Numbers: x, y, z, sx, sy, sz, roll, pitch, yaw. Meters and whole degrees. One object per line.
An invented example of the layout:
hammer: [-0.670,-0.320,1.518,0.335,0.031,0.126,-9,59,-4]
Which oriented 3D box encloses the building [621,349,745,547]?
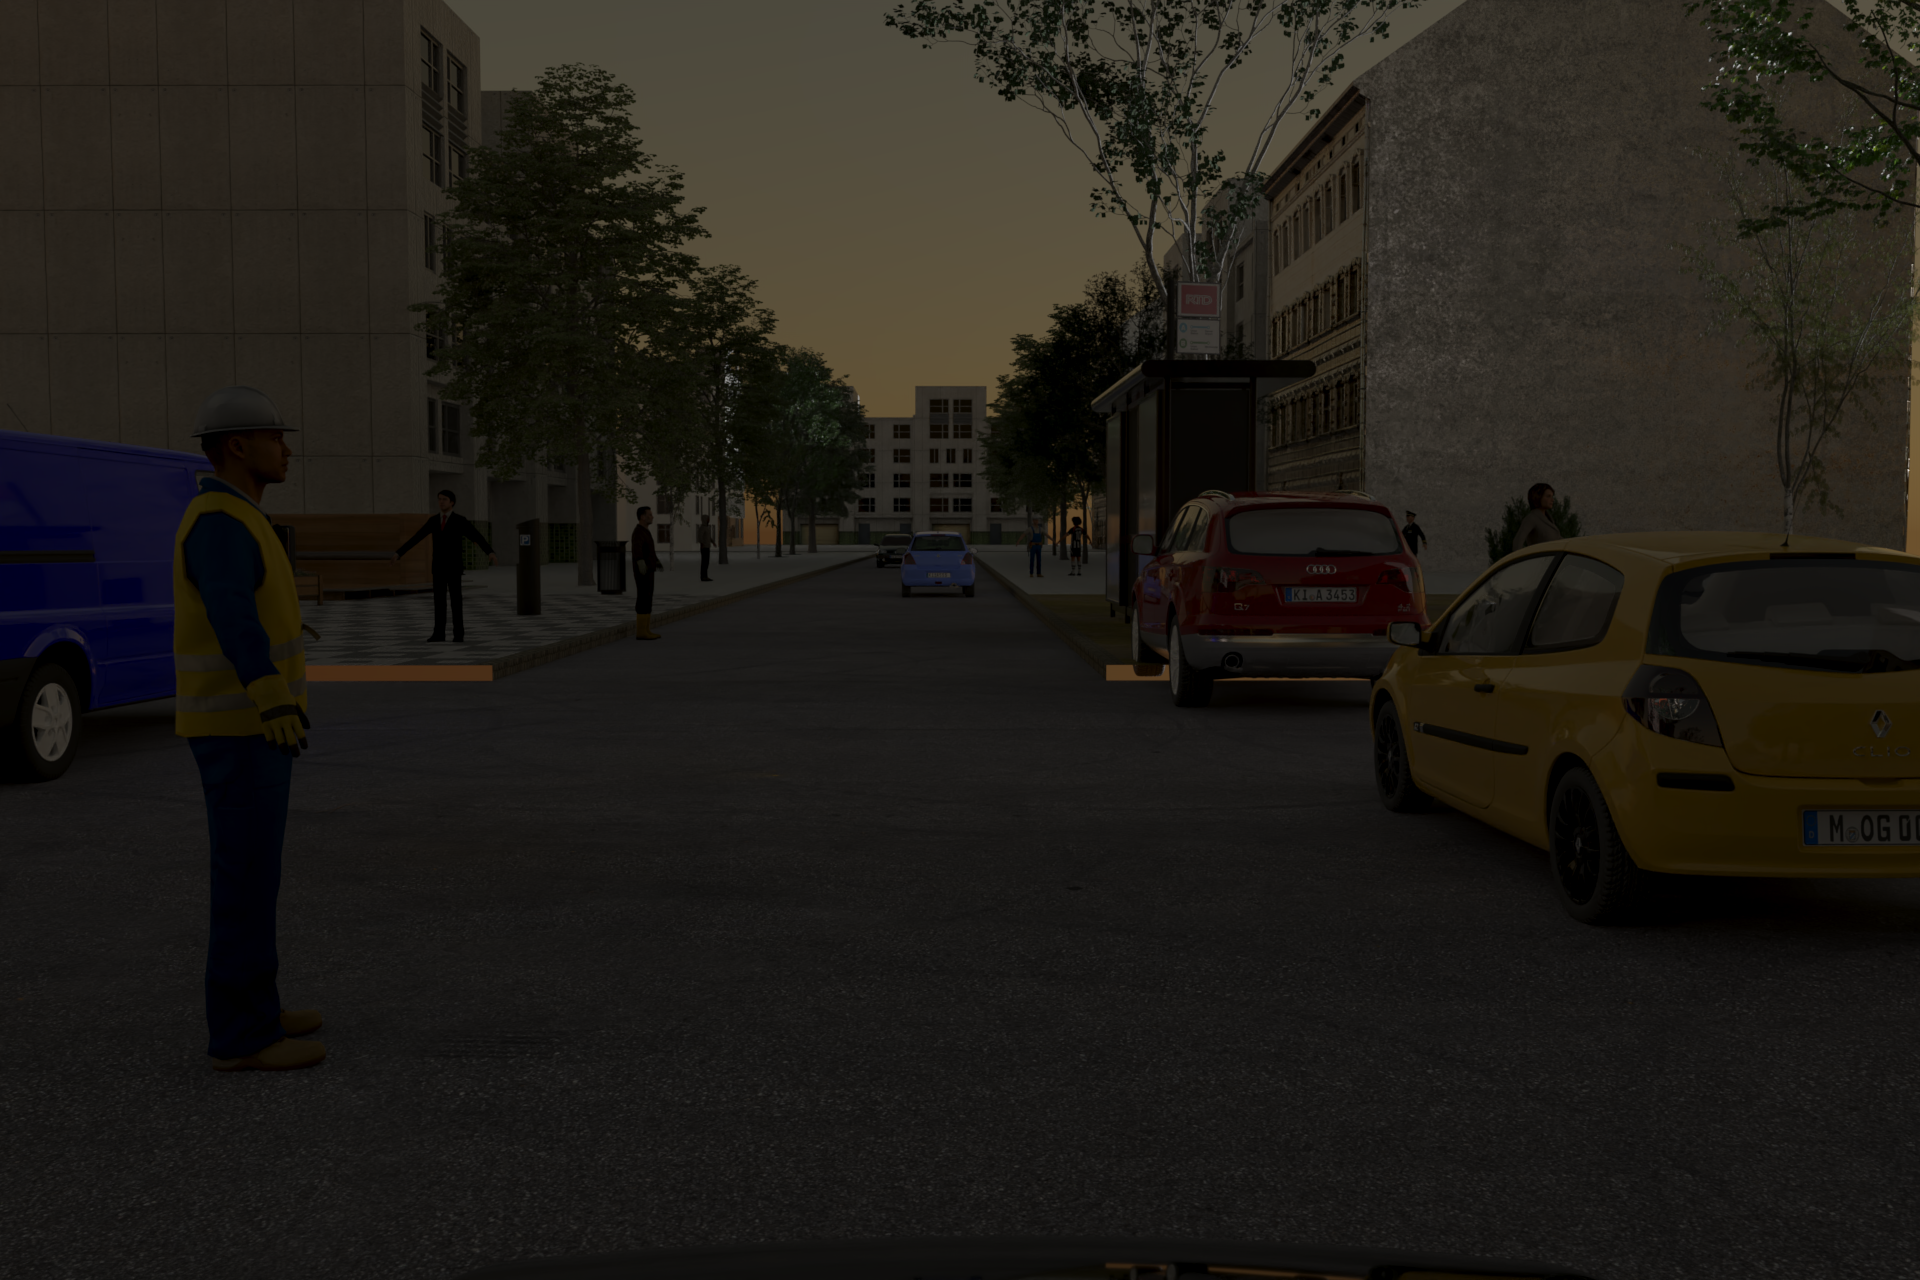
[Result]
building: [-28.287,-19.536,175.828,16.016,20.090,11.380,0,4,-1]

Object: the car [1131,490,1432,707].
car: [2.774,-0.441,15.892,2.281,1.827,5.304,0,4,0]

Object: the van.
van: [-6.193,-0.444,11.649,2.240,2.365,5.245,0,4,-1]

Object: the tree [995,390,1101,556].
tree: [5.363,-10.280,102.482,8.767,10.594,7.601,3,5,43]

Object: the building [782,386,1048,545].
building: [-5.413,-21.072,213.437,31.486,18.905,16.747,0,4,-1]

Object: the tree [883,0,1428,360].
tree: [4.443,-11.406,42.376,12.611,20.169,13.585,0,3,0]

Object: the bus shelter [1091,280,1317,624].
bus shelter: [3.144,-2.905,25.131,2.179,5.291,8.768,0,4,-1]

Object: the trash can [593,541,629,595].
trash can: [-7.389,-1.533,36.715,0.748,1.137,0.748,0,3,0]

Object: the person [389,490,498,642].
person: [-6.110,-0.881,20.596,1.347,1.806,0.705,0,4,8]

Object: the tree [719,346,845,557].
tree: [-9.861,-10.354,95.049,9.928,11.665,9.643,0,3,0]

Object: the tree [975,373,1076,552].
tree: [4.516,-12.480,122.182,7.486,12.596,7.792,0,3,0]

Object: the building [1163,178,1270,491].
building: [21.528,-13.973,94.919,16.747,18.905,31.486,0,4,-1]

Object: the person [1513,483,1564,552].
person: [5.278,-0.536,15.521,1.215,1.744,0.721,-3,5,-43]

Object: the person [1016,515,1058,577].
person: [2.252,-2.783,51.360,1.347,1.847,0.705,-1,4,-20]

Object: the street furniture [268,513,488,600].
street furniture: [-15.062,-1.882,37.633,11.010,1.723,9.812,0,4,3]

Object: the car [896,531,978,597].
car: [-0.533,-1.889,40.477,1.945,1.707,3.694,0,4,-2]

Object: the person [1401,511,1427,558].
person: [10.690,-2.157,41.196,0.705,1.837,1.347,-2,4,-25]

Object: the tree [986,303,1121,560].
tree: [5.152,-10.214,85.128,7.486,12.596,7.792,0,3,0]

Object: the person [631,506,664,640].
person: [-4.256,-0.914,23.545,0.704,1.812,1.346,0,4,0]

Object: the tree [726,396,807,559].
tree: [-10.102,-8.455,88.598,4.737,8.622,4.395,0,3,0]

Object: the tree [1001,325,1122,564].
tree: [5.584,-8.564,74.428,8.767,10.594,7.601,2,4,32]

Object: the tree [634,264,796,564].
tree: [-10.363,-9.487,73.247,7.486,12.596,7.792,0,3,0]

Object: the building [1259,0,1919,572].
building: [22.809,-14.445,67.101,19.493,23.208,18.063,0,4,0]

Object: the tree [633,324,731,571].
tree: [-10.236,-6.697,59.863,4.360,8.622,3.978,0,3,0]

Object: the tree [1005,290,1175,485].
tree: [5.838,-7.962,64.589,8.767,10.594,7.601,0,4,4]

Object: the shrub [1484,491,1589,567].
shrub: [9.306,-1.457,27.870,1.661,2.075,1.752,0,3,0]

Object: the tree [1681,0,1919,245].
tree: [9.282,-5.439,14.682,9.928,11.665,9.643,0,3,0]

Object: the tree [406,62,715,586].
tree: [-9.673,-7.610,42.548,7.486,12.596,7.792,0,3,0]

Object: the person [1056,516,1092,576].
person: [3.555,-2.887,53.341,1.345,1.843,0.704,-2,4,-30]

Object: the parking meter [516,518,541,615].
parking meter: [-6.851,-1.167,27.486,0.372,1.533,0.369,0,3,0]

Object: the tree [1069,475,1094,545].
tree: [16.032,-17.317,208.882,9.928,11.665,9.643,0,3,0]

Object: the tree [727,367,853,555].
tree: [-10.380,-11.022,105.958,9.928,11.665,9.643,0,3,0]

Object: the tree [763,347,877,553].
tree: [-9.985,-12.894,117.475,9.857,13.997,8.962,0,3,0]

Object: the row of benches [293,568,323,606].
row of benches: [-12.446,-0.857,29.480,1.422,0.672,4.104,1,4,23]

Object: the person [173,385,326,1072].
person: [-1.924,0.225,4.745,0.705,1.833,1.349,-1,4,-22]

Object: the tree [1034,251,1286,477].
tree: [6.383,-7.456,56.325,8.767,10.594,7.601,1,4,11]

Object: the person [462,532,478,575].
person: [-15.661,-2.918,53.934,1.346,1.802,0.704,1,4,18]

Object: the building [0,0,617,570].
building: [-25.407,-12.419,69.502,16.747,18.905,31.486,0,4,0]

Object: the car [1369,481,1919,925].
car: [3.073,0.149,7.791,2.015,1.641,3.980,0,4,-1]

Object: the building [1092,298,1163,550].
building: [20.787,-18.873,139.495,19.493,23.208,18.063,0,4,-1]

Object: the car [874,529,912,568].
car: [-2.698,-3.971,74.710,2.009,1.686,4.222,0,4,0]

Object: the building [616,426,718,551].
building: [-24.961,-12.522,146.881,9.099,9.664,28.070,0,4,0]

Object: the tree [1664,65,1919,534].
tree: [13.236,-4.752,28.055,4.360,8.622,3.978,0,3,0]

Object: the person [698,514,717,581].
person: [-6.889,-2.501,47.024,0.705,1.813,1.348,0,4,8]
